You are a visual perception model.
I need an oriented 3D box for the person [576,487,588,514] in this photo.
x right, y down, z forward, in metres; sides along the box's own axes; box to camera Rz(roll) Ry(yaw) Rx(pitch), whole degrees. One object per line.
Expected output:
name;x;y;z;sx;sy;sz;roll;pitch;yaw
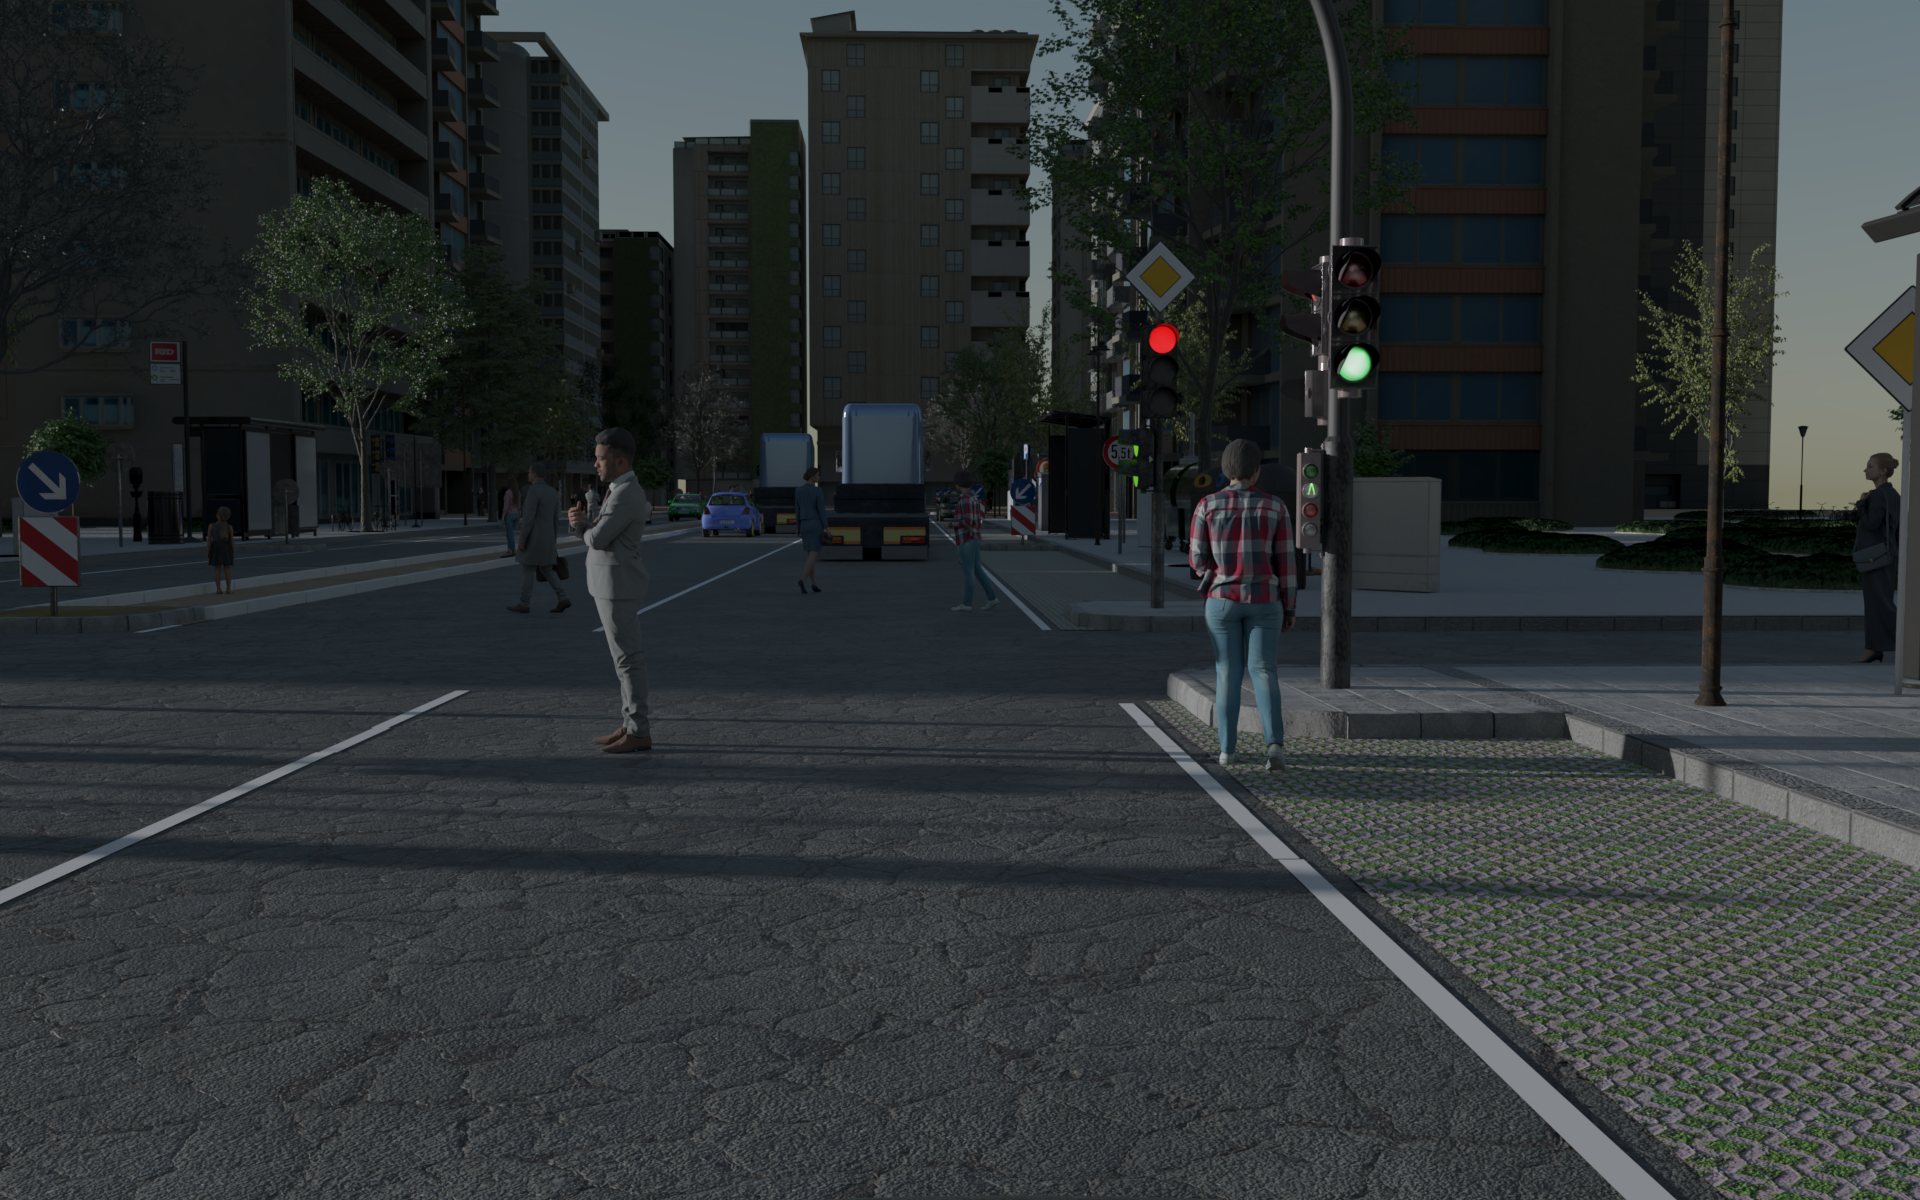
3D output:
person;-24.246;-6.422;111.598;0.990;1.755;0.434;0;4;2

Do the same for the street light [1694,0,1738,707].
street light;4.566;-2.298;10.362;0.468;5.910;1.993;0;4;-2

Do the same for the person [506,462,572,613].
person;-5.090;-0.751;20.885;0.767;1.812;0.694;1;4;18

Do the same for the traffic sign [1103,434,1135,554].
traffic sign;3.412;-2.247;36.845;0.768;2.556;0.104;0;4;-1

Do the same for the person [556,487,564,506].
person;-27.339;-6.778;117.568;0.721;1.736;1.217;3;4;37

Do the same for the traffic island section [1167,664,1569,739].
traffic island section;2.504;0.658;11.517;2.009;0.180;2.903;0;4;-2

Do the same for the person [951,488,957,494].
person;-0.519;-6.484;114.389;0.599;1.838;0.709;3;5;41

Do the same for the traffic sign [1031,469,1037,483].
traffic sign;3.704;-4.926;80.643;0.768;2.556;0.104;0;4;1

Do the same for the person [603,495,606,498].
person;-34.337;-10.050;169.992;1.348;1.869;0.705;-3;4;-36

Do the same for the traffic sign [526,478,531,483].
traffic sign;-20.865;-5.195;84.941;0.884;2.594;0.081;0;4;2

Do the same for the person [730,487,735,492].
person;-11.944;-5.076;91.675;0.526;1.800;0.537;2;4;26

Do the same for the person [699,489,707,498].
person;-24.471;-9.644;164.409;0.721;1.739;1.217;2;4;33

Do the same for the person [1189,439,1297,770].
person;1.484;0.015;9.085;0.563;1.720;0.643;0;4;8

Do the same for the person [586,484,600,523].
person;-13.319;-3.316;62.897;0.511;1.800;0.466;0;4;6

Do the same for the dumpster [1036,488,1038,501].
dumpster;4.186;-4.502;79.368;1.264;1.857;1.865;0;4;-2

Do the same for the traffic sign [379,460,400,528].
traffic sign;-21.311;-3.951;64.706;0.768;2.556;0.104;0;4;1

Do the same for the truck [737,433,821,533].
truck;-7.333;-4.965;70.929;2.967;4.110;18.799;0;4;-3

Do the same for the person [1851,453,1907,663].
person;7.662;-0.330;14.323;0.534;1.772;0.576;1;4;22

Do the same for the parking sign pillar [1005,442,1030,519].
parking sign pillar;3.050;-6.206;89.936;1.447;3.967;1.447;3;5;41

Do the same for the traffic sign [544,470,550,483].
traffic sign;-21.396;-5.426;88.827;0.768;2.556;0.104;0;4;-1

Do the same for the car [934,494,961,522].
car;-0.329;-4.992;91.405;2.009;1.686;4.222;0;4;-3

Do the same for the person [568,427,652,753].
person;-1.973;-0.064;9.733;0.466;1.800;0.511;-2;4;-26

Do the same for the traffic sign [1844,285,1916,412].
traffic sign;6.018;-0.688;10.976;0.795;2.593;0.064;0;4;7

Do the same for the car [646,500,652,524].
car;-15.723;-4.263;82.055;2.083;1.381;4.827;0;4;-2

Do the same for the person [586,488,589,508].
person;-28.273;-7.624;131.242;0.434;1.755;0.990;-1;4;-11

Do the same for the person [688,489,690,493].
person;-24.838;-9.312;159.015;1.217;1.743;0.721;2;4;30

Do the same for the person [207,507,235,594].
person;-10.513;-0.701;24.636;0.362;1.253;0.373;-1;4;-19

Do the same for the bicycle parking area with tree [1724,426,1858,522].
bicycle parking area with tree;36.546;-5.102;70.427;9.016;4.147;8.231;-1;4;-10

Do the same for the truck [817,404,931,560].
truck;-2.133;-3.427;45.786;2.967;4.110;18.799;0;4;-2

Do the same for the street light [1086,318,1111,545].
street light;3.452;-4.313;43.299;0.468;5.910;1.993;0;4;-2

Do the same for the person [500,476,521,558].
person;-9.946;-1.829;38.416;0.388;1.821;0.555;1;4;16

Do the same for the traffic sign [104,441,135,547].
traffic sign;-20.262;-2.547;41.757;0.768;2.556;0.104;0;4;5

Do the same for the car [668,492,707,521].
car;-14.483;-5.107;92.300;1.959;1.807;4.718;0;4;-3

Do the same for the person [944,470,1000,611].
person;0.141;-0.726;21.202;0.643;1.720;0.563;1;4;13

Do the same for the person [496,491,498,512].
person;-33.553;-7.264;124.816;1.348;1.824;0.705;-1;4;-22

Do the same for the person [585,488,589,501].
person;-22.443;-6.015;105.334;0.756;1.711;0.436;-1;4;-22

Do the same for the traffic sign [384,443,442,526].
traffic sign;-21.861;-4.609;69.226;2.265;3.308;0.079;0;3;0

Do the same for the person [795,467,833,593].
person;-2.190;-1.013;25.084;0.581;1.822;0.654;3;5;41

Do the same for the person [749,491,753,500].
person;-20.981;-10.089;173.969;1.217;1.766;0.721;0;4;2

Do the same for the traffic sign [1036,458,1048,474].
traffic sign;3.081;-3.737;61.198;0.768;2.556;0.104;0;4;2

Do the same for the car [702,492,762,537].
car;-7.716;-3.008;58.773;1.945;1.707;3.694;0;4;-1

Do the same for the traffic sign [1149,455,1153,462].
traffic sign;4.718;-2.811;45.700;0.795;2.593;0.064;0;4;-1

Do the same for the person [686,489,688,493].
person;-19.995;-7.252;127.048;0.705;1.826;1.348;-3;4;-36

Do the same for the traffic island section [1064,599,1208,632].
traffic island section;2.244;0.170;19.498;2.009;0.180;2.903;0;4;-2

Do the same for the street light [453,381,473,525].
street light;-20.229;-5.988;70.690;0.468;5.910;1.993;0;4;-2

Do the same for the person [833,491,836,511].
person;-10.586;-8.374;146.217;0.445;1.727;0.742;-1;4;-22

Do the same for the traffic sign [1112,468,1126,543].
traffic sign;4.281;-2.754;45.136;0.768;2.556;0.104;0;4;7

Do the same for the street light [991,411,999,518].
street light;1.889;-7.393;93.666;0.468;5.910;1.993;0;4;-2
